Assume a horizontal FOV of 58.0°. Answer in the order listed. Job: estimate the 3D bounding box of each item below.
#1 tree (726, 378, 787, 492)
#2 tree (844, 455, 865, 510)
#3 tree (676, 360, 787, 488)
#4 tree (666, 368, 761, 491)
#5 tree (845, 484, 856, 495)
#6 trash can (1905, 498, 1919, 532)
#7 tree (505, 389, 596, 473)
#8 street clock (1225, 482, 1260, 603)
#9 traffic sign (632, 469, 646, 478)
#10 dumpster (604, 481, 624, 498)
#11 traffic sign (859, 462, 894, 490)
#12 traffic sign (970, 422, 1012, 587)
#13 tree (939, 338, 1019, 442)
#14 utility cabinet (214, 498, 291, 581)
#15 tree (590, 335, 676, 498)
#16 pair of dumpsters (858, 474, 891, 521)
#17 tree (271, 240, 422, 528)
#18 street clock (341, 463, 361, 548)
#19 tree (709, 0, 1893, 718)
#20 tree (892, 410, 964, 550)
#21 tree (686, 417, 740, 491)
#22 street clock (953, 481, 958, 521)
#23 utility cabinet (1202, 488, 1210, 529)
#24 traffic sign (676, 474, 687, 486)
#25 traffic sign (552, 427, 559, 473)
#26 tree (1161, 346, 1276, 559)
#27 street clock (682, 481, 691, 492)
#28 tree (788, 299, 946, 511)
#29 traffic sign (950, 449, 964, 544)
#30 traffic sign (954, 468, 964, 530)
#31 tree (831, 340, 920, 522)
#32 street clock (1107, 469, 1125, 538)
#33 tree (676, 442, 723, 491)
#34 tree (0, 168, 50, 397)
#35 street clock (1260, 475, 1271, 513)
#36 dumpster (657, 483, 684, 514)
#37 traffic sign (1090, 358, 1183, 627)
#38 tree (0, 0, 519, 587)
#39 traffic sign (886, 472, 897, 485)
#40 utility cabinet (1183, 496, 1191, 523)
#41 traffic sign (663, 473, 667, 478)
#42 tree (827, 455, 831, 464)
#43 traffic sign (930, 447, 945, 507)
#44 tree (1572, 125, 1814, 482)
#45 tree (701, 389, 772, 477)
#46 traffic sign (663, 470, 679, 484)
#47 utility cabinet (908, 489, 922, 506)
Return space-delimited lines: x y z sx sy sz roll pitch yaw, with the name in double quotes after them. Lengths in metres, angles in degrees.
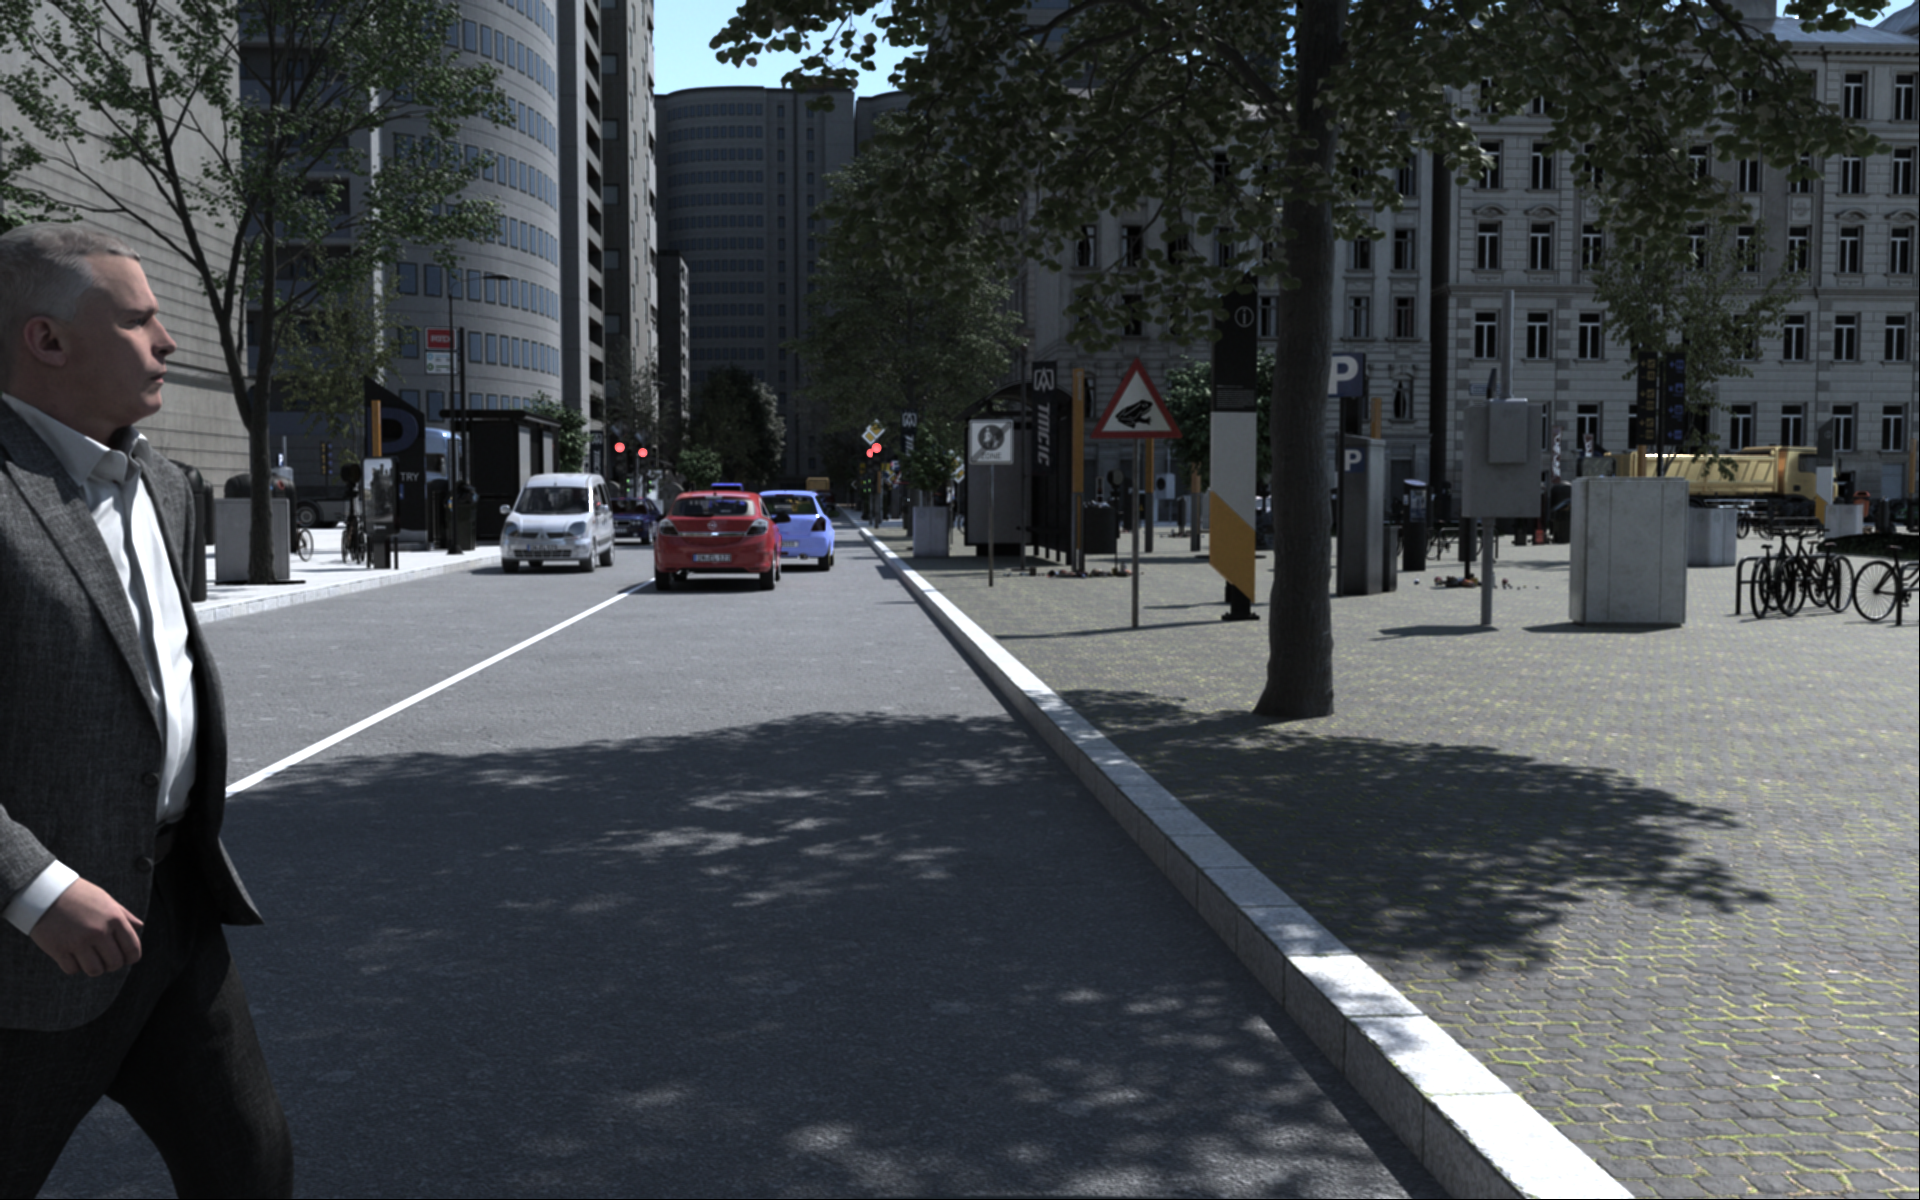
-23.635 -17.428 191.600 9.857 13.997 8.962 0 3 0 "tree"
-7.877 -9.621 141.023 4.285 4.588 4.351 0 3 0 "tree"
-19.609 -14.117 147.821 9.611 12.733 9.660 0 3 0 "tree"
-18.109 -11.804 127.409 7.601 10.594 8.767 -1 4 -9 "tree"
-13.554 -13.416 213.948 1.663 3.219 1.824 0 3 0 "tree"
32.048 -2.834 57.987 0.748 1.137 0.748 0 3 0 "trash can"
-13.084 -4.329 54.493 4.285 4.588 4.351 0 3 0 "tree"
3.248 -0.973 20.487 0.471 2.002 0.358 0 4 2 "street clock"
-16.005 -5.280 86.436 0.768 2.556 0.104 0 4 -3 "traffic sign"
-15.496 -4.308 76.187 1.264 1.857 1.865 0 4 -4 "dumpster"
-5.334 -7.170 111.104 2.265 3.308 0.079 0 4 -4 "traffic sign"
0.429 -1.335 23.960 0.606 2.300 0.079 0 4 1 "traffic sign"
0.972 -7.863 78.915 4.360 8.622 3.978 0 3 0 "tree"
-10.546 -0.897 25.823 1.020 1.237 0.306 -1 4 -17 "utility cabinet"
-14.851 -7.914 79.748 4.360 8.622 3.978 0 3 0 "tree"
-4.185 -5.048 85.034 1.574 2.255 4.437 0 4 -4 "pair of dumpsters"
-17.353 -6.022 48.829 4.737 8.622 4.395 0 3 0 "tree"
-14.323 -2.215 40.783 0.358 2.002 0.471 1 4 18 "street clock"
2.387 -5.611 9.867 7.486 12.596 7.792 0 3 0 "tree"
-0.834 -2.777 40.000 1.663 3.219 1.824 0 3 0 "tree"
-19.608 -11.477 138.010 4.737 8.622 4.395 0 3 0 "tree"
-0.348 -4.787 82.837 0.471 2.002 0.358 -3 4 -37 "street clock"
9.293 -3.277 62.263 1.173 1.500 0.318 0 4 6 "utility cabinet"
-17.371 -6.576 107.624 0.768 2.556 0.104 0 4 3 "traffic sign"
-12.832 -3.471 50.621 2.265 3.308 0.079 0 4 3 "traffic sign"
5.550 -3.130 34.897 4.285 4.588 4.351 0 3 0 "tree"
-14.718 -5.428 93.324 0.358 2.002 0.471 2 4 30 "street clock"
-5.344 -11.891 104.795 12.009 13.543 11.850 0 3 0 "tree"
-0.218 -2.629 44.166 0.795 2.450 0.064 0 4 1 "traffic sign"
-0.064 -3.683 61.401 0.795 2.450 0.064 0 4 2 "traffic sign"
-3.665 -7.929 80.003 4.360 8.622 3.978 0 3 0 "tree"
4.502 -2.785 50.112 0.471 2.002 0.358 -2 4 -31 "street clock"
-16.607 -7.754 110.497 4.285 4.588 4.351 0 3 0 "tree"
-9.147 -1.884 14.520 4.285 4.588 4.351 0 3 0 "tree"
8.159 -2.562 46.462 0.358 2.002 0.471 3 5 42 "street clock"
-14.683 -5.025 87.909 1.264 1.857 1.865 0 4 -5 "dumpster"
1.688 -1.017 16.632 0.884 2.594 0.081 0 4 2 "traffic sign"
-10.008 -6.017 24.132 9.928 11.665 9.643 0 3 0 "tree"
-3.417 -5.413 89.694 0.795 2.450 0.064 0 4 -1 "traffic sign"
10.065 -3.965 75.991 0.306 1.237 1.020 2 4 25 "utility cabinet"
-17.624 -6.266 102.547 0.768 2.556 0.104 0 4 2 "traffic sign"
-12.802 -15.052 196.455 4.360 8.622 3.978 0 3 0 "tree"
-0.705 -2.587 42.397 0.768 2.556 0.104 0 4 5 "traffic sign"
14.185 -5.137 34.351 4.737 8.622 4.395 0 3 0 "tree"
-22.005 -14.777 167.357 9.928 11.665 9.643 0 3 0 "tree"
-15.205 -5.557 90.853 0.884 2.594 0.081 0 4 2 "traffic sign"
-2.138 -4.554 83.138 0.318 1.500 1.173 -1 4 -22 "utility cabinet"
